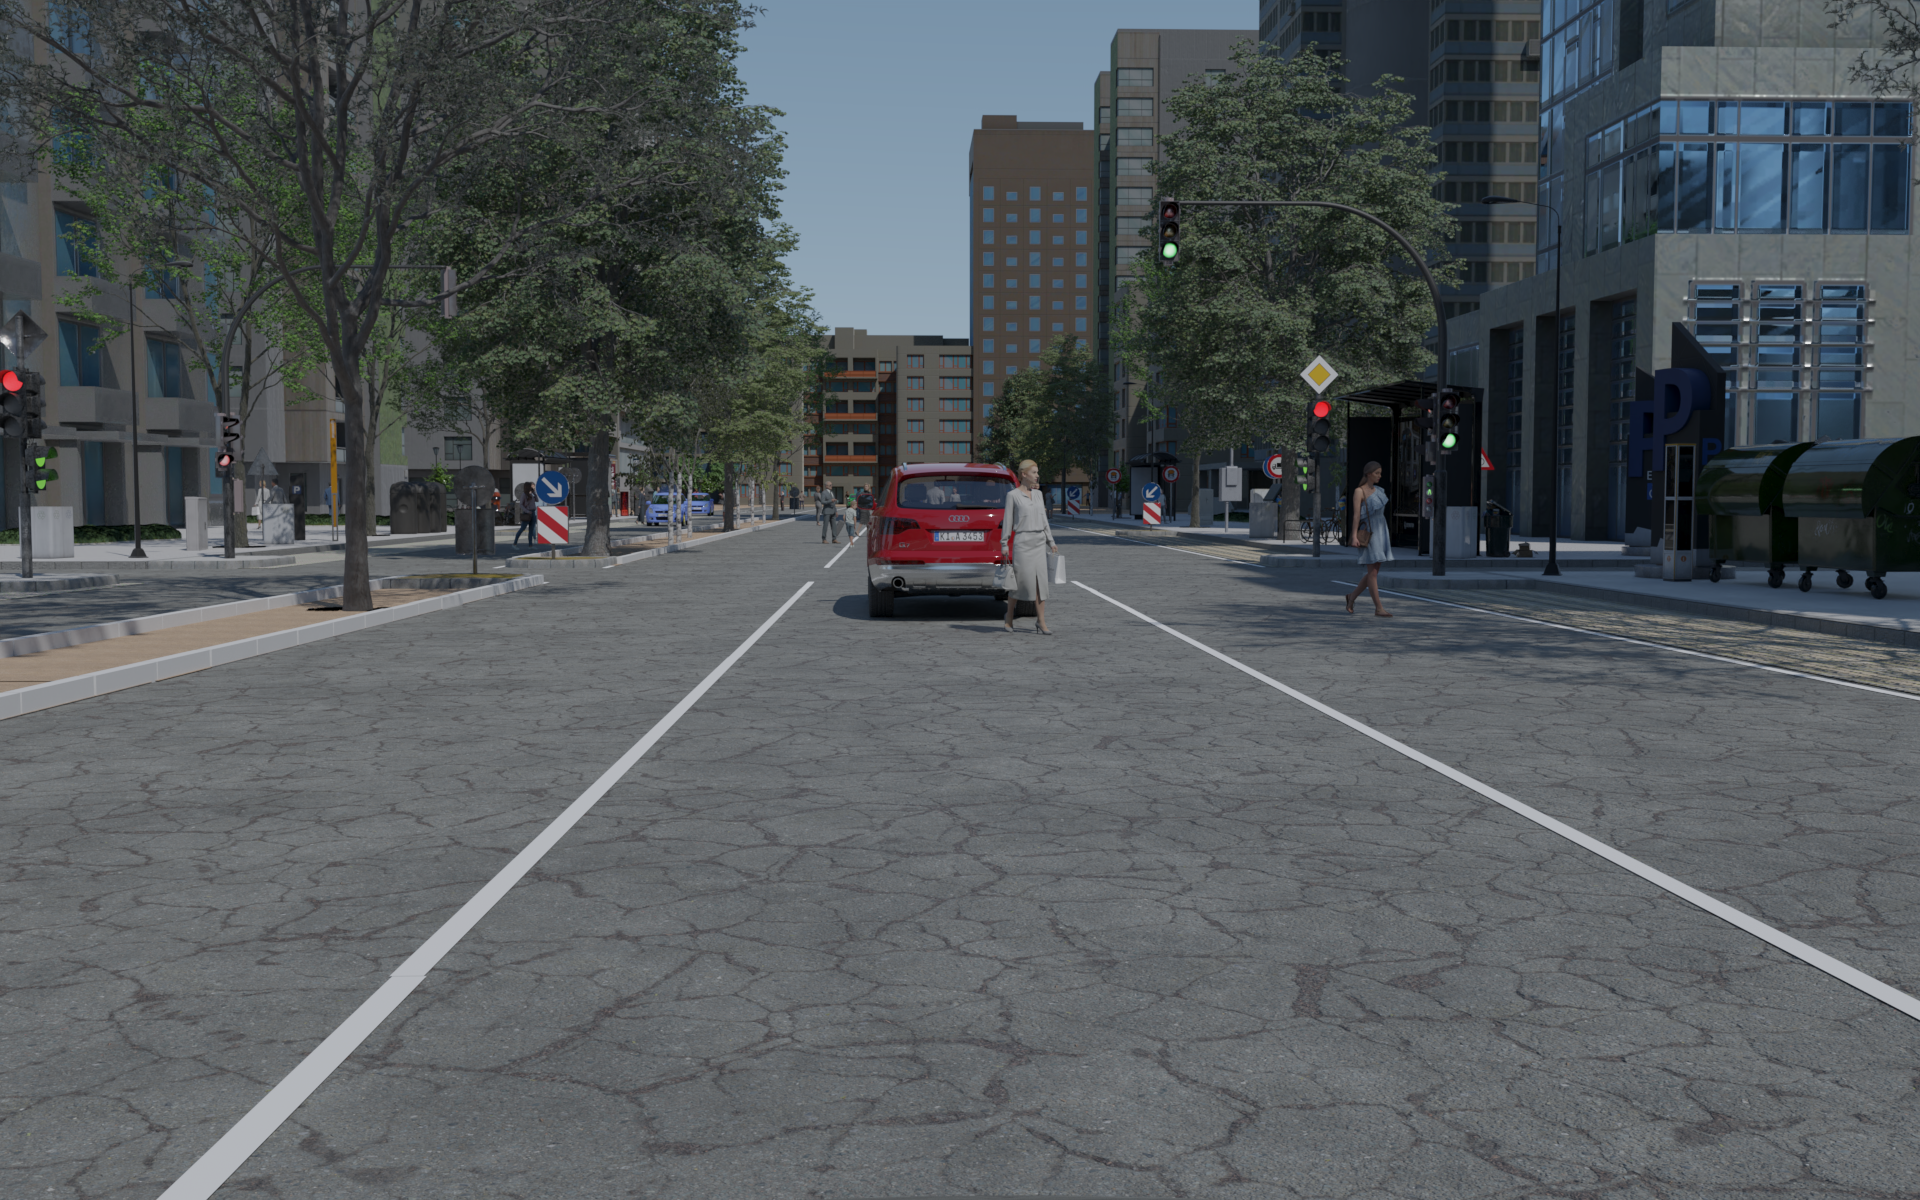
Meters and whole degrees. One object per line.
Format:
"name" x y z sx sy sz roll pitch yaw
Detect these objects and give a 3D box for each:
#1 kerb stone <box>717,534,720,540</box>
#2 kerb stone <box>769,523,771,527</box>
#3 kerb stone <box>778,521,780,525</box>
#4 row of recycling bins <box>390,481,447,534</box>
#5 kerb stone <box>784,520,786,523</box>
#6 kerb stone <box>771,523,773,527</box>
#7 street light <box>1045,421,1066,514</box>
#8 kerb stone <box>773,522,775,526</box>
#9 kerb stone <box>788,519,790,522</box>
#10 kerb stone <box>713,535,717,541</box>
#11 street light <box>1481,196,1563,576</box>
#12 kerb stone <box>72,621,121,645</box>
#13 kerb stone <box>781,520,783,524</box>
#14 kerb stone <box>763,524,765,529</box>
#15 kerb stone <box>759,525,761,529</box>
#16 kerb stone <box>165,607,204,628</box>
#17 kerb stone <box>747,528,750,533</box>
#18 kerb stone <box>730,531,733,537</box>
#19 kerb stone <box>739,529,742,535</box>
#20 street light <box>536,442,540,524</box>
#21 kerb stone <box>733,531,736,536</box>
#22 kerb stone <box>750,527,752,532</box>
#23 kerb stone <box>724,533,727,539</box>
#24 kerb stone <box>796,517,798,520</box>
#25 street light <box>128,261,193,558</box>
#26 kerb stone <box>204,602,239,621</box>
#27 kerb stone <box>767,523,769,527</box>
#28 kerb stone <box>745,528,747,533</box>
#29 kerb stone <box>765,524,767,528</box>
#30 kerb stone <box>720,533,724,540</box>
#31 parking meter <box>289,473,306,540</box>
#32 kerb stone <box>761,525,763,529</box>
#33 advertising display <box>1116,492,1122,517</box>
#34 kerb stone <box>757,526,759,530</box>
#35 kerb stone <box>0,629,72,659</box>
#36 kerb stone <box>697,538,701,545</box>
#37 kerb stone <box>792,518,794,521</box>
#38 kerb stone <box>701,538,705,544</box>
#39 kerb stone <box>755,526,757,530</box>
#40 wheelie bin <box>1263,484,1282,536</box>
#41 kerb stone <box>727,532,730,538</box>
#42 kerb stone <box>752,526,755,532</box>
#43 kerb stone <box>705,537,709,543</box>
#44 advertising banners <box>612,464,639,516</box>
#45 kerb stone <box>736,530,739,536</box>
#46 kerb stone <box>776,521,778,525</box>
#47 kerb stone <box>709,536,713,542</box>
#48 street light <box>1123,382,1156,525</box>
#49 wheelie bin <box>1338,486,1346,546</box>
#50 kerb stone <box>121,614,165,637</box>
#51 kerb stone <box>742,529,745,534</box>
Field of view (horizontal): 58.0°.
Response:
"kerb stone" -7.556 -1.897 53.211 0.120 0.150 1.000 0 4 -2
"kerb stone" -8.254 -3.151 73.718 0.120 0.150 1.000 0 4 -2
"kerb stone" -8.426 -3.463 78.849 0.120 0.150 1.000 0 4 -2
"row of recycling bins" -17.710 -3.041 56.831 1.069 1.692 3.534 0 4 3
"kerb stone" -8.563 -3.715 82.940 0.120 0.150 1.000 0 4 -2
"kerb stone" -8.289 -3.214 74.739 0.120 0.150 1.000 0 4 -2
"street light" 6.097 -8.423 110.263 1.470 5.913 1.316 0 4 -2
"kerb stone" -8.316 -3.277 75.770 0.120 0.150 1.000 0 4 -2
"kerb stone" -8.668 -3.903 86.005 0.120 0.150 1.000 0 4 -2
"kerb stone" -7.525 -1.833 52.189 0.120 0.150 1.000 0 4 -2
"street light" 8.812 -3.341 27.162 1.470 5.913 1.316 0 4 -2
"kerb stone" -8.415 0.334 16.727 0.120 0.150 1.000 0 4 -2
"kerb stone" -8.500 -3.590 80.894 0.120 0.150 1.000 0 4 -2
"kerb stone" -8.143 -2.963 70.635 0.120 0.150 1.000 0 4 -2
"kerb stone" -8.080 -2.837 68.582 0.120 0.150 1.000 0 4 -2
"kerb stone" -8.488 0.210 18.771 0.120 0.150 1.000 0 4 -2
"kerb stone" -7.900 -2.524 63.468 0.120 0.150 1.000 0 4 -2
"kerb stone" -7.701 -2.146 57.310 0.120 0.150 1.000 0 4 -2
"kerb stone" -7.796 -2.336 60.386 0.120 0.150 1.000 0 4 -2
"street light" -17.239 -6.153 73.141 1.470 5.913 1.316 0 4 -2
"kerb stone" -7.729 -2.211 58.340 0.120 0.150 1.000 0 4 -2
"kerb stone" -7.936 -2.587 64.490 0.120 0.150 1.000 0 4 -2
"kerb stone" -7.620 -2.022 55.256 0.120 0.150 1.000 0 4 -2
"kerb stone" -8.868 -4.279 92.152 0.120 0.150 1.000 0 4 -2
"street light" -15.976 -3.799 34.649 1.470 5.913 1.316 0 4 -2
"kerb stone" -8.523 0.147 19.794 0.120 0.150 1.000 0 4 -2
"kerb stone" -8.218 -3.088 72.691 0.120 0.150 1.000 0 4 -2
"kerb stone" -7.867 -2.462 62.444 0.120 0.150 1.000 0 4 -2
"kerb stone" -8.182 -3.025 71.670 0.120 0.150 1.000 0 4 -2
"kerb stone" -7.587 -1.959 54.233 0.120 0.150 1.000 0 4 -2
"parking meter" -18.377 -2.587 48.007 0.399 1.863 0.255 -1 4 -16
"kerb stone" -8.115 -2.900 69.611 0.120 0.150 1.000 0 4 -2
"advertising display" 8.754 -5.519 95.455 0.123 1.923 0.974 1 4 18
"kerb stone" -8.047 -2.774 67.558 0.120 0.150 1.000 0 4 -2
"kerb stone" -8.380 0.397 15.706 0.120 0.150 1.000 0 4 -2
"kerb stone" -7.384 -1.584 48.094 0.120 0.150 1.000 0 4 -2
"kerb stone" -8.773 -4.090 89.071 0.120 0.150 1.000 0 4 -2
"kerb stone" -7.414 -1.645 49.116 0.120 0.150 1.000 0 4 -2
"kerb stone" -7.998 -2.712 66.536 0.120 0.150 1.000 0 4 -2
"wheelie bin" 9.674 -2.749 52.852 0.693 1.594 0.980 -1 4 -20
"kerb stone" -7.665 -2.085 56.277 0.120 0.150 1.000 0 4 -2
"kerb stone" -7.968 -2.649 65.514 0.120 0.150 1.000 0 4 -2
"kerb stone" -7.454 -1.708 50.140 0.120 0.150 1.000 0 4 -2
"advertising banners" -19.331 -6.343 99.899 2.074 3.025 0.090 -1 4 -14
"kerb stone" -7.766 -2.273 59.362 0.120 0.150 1.000 0 4 -2
"kerb stone" -8.389 -3.398 77.816 0.120 0.150 1.000 0 4 -2
"kerb stone" -7.485 -1.770 51.168 0.120 0.150 1.000 0 4 -2
"street light" 7.441 -6.075 71.868 1.470 5.913 1.316 0 4 -2
"wheelie bin" 9.830 -2.134 42.806 0.980 1.594 0.693 -2 4 -32
"kerb stone" -8.448 0.274 17.749 0.120 0.150 1.000 0 4 -2
"kerb stone" -7.837 -2.394 61.422 0.120 0.150 1.000 0 4 -2
